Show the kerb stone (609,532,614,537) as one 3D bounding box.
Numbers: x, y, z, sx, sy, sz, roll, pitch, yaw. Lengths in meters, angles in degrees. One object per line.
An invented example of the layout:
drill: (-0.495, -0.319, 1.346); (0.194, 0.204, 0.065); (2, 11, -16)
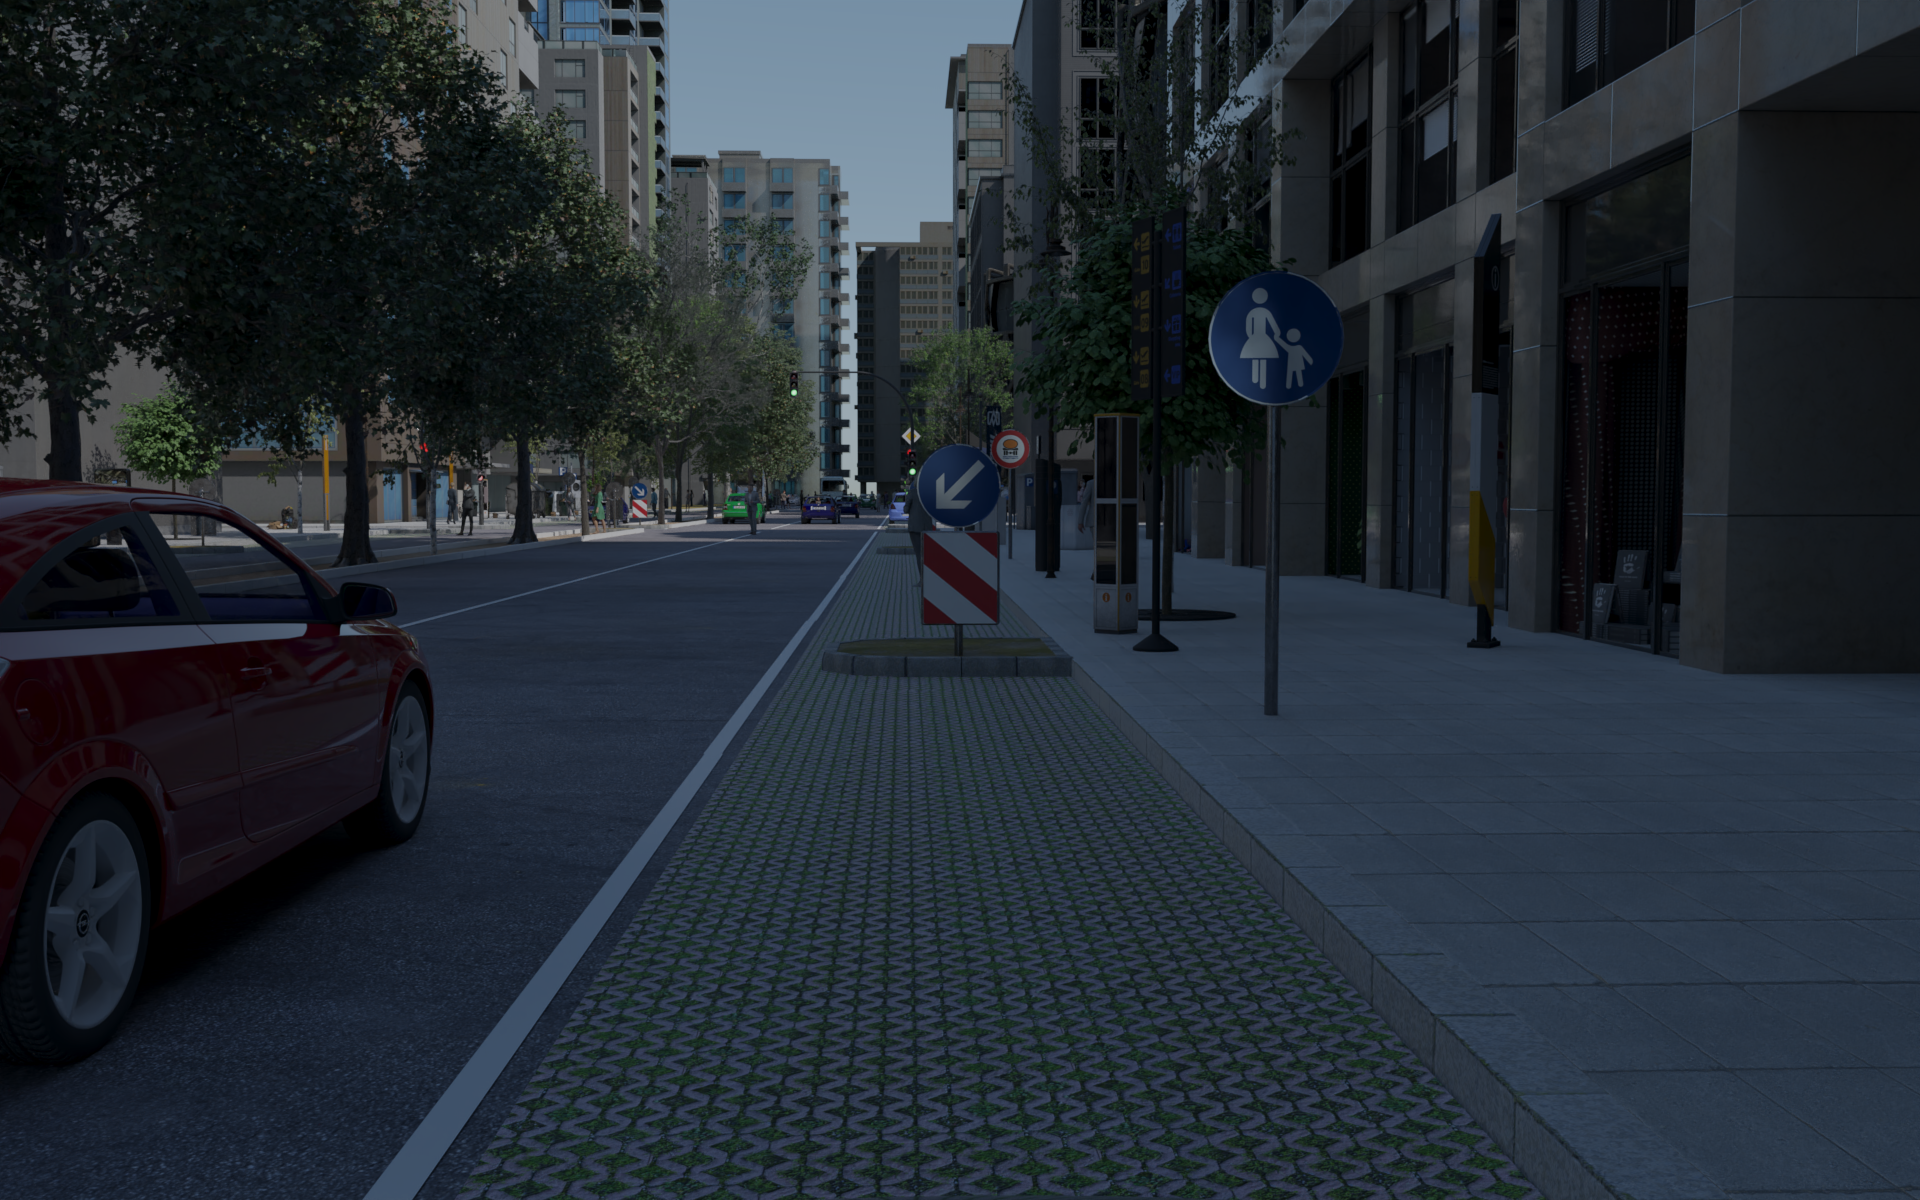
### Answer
kerb stone: (-11.635, -2.135, 57.109); (0.120, 0.150, 1.000); (0, 4, -2)

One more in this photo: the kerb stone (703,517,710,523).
kerb stone: (-12.550, -3.863, 85.354); (0.120, 0.150, 1.000); (0, 4, -2)

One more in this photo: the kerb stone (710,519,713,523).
kerb stone: (-12.581, -3.924, 86.376); (0.120, 0.150, 1.000); (0, 4, -2)

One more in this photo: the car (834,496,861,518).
car: (-6.898, -5.590, 103.974); (1.945, 1.354, 3.894); (0, 4, -4)

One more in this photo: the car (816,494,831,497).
car: (-11.343, -8.191, 143.704); (2.009, 1.686, 4.222); (0, 4, -3)

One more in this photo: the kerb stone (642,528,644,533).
kerb stone: (-11.865, -2.574, 64.276); (0.120, 0.150, 1.000); (0, 4, -2)

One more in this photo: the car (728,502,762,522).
car: (-11.360, -4.937, 90.940); (2.015, 1.641, 3.980); (0, 4, -1)

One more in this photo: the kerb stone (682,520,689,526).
kerb stone: (-12.292, -3.360, 77.138); (0.120, 0.150, 1.000); (0, 4, -2)

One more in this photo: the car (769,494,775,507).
car: (-20.862, -10.838, 185.994); (1.959, 1.807, 4.718); (0, 4, -1)

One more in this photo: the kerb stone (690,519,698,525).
kerb stone: (-12.387, -3.550, 80.233); (0.120, 0.150, 1.000); (0, 4, -2)

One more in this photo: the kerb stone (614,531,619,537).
kerb stone: (-11.667, -2.198, 58.130); (0.120, 0.150, 1.000); (0, 4, -2)

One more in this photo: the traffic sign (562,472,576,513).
traffic sign: (-22.746, -6.157, 100.771); (0.768, 2.556, 0.104); (0, 4, 0)

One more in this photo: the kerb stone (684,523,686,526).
kerb stone: (-12.254, -3.297, 76.110); (0.120, 0.150, 1.000); (0, 4, -2)

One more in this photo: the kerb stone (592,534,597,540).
kerb stone: (-11.546, -1.947, 54.036); (0.120, 0.150, 1.000); (0, 4, -2)

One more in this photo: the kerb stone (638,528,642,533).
kerb stone: (-11.831, -2.511, 63.250); (0.120, 0.150, 1.000); (0, 4, -2)

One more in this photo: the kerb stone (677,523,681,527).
kerb stone: (-12.183, -3.167, 74.065); (0.120, 0.150, 1.000); (0, 4, -2)

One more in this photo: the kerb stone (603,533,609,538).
kerb stone: (-11.599, -2.072, 56.079); (0.120, 0.150, 1.000); (0, 4, -2)

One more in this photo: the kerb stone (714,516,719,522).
kerb stone: (-12.680, -4.114, 89.464); (0.120, 0.150, 1.000); (0, 4, -2)

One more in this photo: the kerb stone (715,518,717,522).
kerb stone: (-12.646, -4.051, 88.433); (0.120, 0.150, 1.000); (0, 4, -2)

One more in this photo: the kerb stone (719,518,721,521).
kerb stone: (-12.715, -4.177, 90.486); (0.120, 0.150, 1.000); (0, 4, -2)

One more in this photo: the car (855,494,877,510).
car: (-8.468, -8.899, 157.297); (2.131, 1.459, 4.920); (0, 4, -3)

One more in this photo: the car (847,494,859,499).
car: (-13.885, -12.983, 221.070); (1.959, 1.807, 4.718); (0, 4, 0)

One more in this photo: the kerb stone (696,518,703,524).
kerb stone: (-12.442, -3.673, 82.282); (0.120, 0.150, 1.000); (0, 4, -2)

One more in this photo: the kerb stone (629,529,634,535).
kerb stone: (-11.767, -2.386, 61.206); (0.120, 0.150, 1.000); (0, 4, -2)

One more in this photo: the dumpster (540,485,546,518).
dumpster: (-22.702, -5.257, 91.703); (1.264, 1.857, 1.865); (0, 4, -2)

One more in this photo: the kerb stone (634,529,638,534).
kerb stone: (-11.808, -2.449, 62.228); (0.120, 0.150, 1.000); (0, 4, -2)

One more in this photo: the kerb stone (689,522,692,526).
kerb stone: (-12.310, -3.423, 78.166); (0.120, 0.150, 1.000); (0, 4, -2)

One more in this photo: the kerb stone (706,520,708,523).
kerb stone: (-12.508, -3.800, 84.326); (0.120, 0.150, 1.000); (0, 4, -2)

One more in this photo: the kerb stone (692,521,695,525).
kerb stone: (-12.361, -3.483, 79.206); (0.120, 0.150, 1.000); (0, 4, -2)

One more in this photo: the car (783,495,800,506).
car: (-20.516, -12.170, 211.345); (2.083, 1.381, 4.827); (0, 4, -2)

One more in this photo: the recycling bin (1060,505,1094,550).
recycling bin: (2.613, -1.674, 39.931); (0.722, 1.027, 0.722); (3, 5, 41)

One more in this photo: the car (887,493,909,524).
car: (-2.356, -4.198, 78.236); (1.945, 1.707, 3.694); (0, 4, -2)

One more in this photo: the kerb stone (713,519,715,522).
kerb stone: (-12.606, -3.988, 87.403); (0.120, 0.150, 1.000); (0, 4, -2)

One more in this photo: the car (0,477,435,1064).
car: (-3.118, 0.197, 5.815); (2.155, 1.783, 4.494); (0, 4, -1)

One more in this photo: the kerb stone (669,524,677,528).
kerb stone: (-12.152, -3.110, 73.042); (0.120, 0.150, 1.000); (0, 4, -2)

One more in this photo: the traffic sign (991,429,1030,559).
traffic sign: (0.997, -2.087, 34.232); (0.768, 2.556, 0.104); (0, 4, 3)

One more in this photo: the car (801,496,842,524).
car: (-6.667, -4.323, 83.260); (1.945, 1.354, 3.894); (0, 4, 0)

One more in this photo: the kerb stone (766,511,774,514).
kerb stone: (-13.871, -6.372, 126.369); (0.120, 0.150, 1.000); (0, 4, -2)

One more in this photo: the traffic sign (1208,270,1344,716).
traffic sign: (1.808, -0.604, 9.987); (0.768, 2.556, 0.104); (0, 4, 4)

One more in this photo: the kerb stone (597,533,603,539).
kerb stone: (-11.567, -2.010, 55.058); (0.120, 0.150, 1.000); (0, 4, -2)

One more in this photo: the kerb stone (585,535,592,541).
kerb stone: (-11.501, -1.884, 52.999); (0.120, 0.150, 1.000); (0, 4, -2)

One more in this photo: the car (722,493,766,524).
car: (-10.411, -4.573, 83.568); (1.959, 1.807, 4.718); (0, 4, -1)

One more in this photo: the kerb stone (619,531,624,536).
kerb stone: (-11.697, -2.260, 59.152); (0.120, 0.150, 1.000); (0, 4, -2)

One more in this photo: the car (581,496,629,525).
car: (-16.700, -4.218, 81.547); (1.945, 1.354, 3.894); (0, 4, 0)

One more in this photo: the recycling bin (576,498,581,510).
recycling bin: (-31.790, -7.994, 143.250); (0.722, 1.027, 0.722); (0, 4, -3)

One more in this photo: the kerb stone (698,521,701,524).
kerb stone: (-12.407, -3.613, 81.261); (0.120, 0.150, 1.000); (0, 4, -2)

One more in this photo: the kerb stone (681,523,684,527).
kerb stone: (-12.221, -3.235, 75.086); (0.120, 0.150, 1.000); (0, 4, -2)

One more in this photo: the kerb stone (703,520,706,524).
kerb stone: (-12.479, -3.738, 83.304); (0.120, 0.150, 1.000); (0, 4, -2)

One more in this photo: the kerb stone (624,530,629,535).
kerb stone: (-11.735, -2.323, 60.181); (0.120, 0.150, 1.000); (0, 4, -2)

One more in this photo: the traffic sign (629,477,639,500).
traffic sign: (-23.674, -7.678, 125.645); (0.768, 2.556, 0.104); (0, 4, 5)

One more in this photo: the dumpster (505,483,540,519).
dumpster: (-22.333, -5.029, 87.983); (1.264, 1.857, 1.865); (0, 4, -2)
